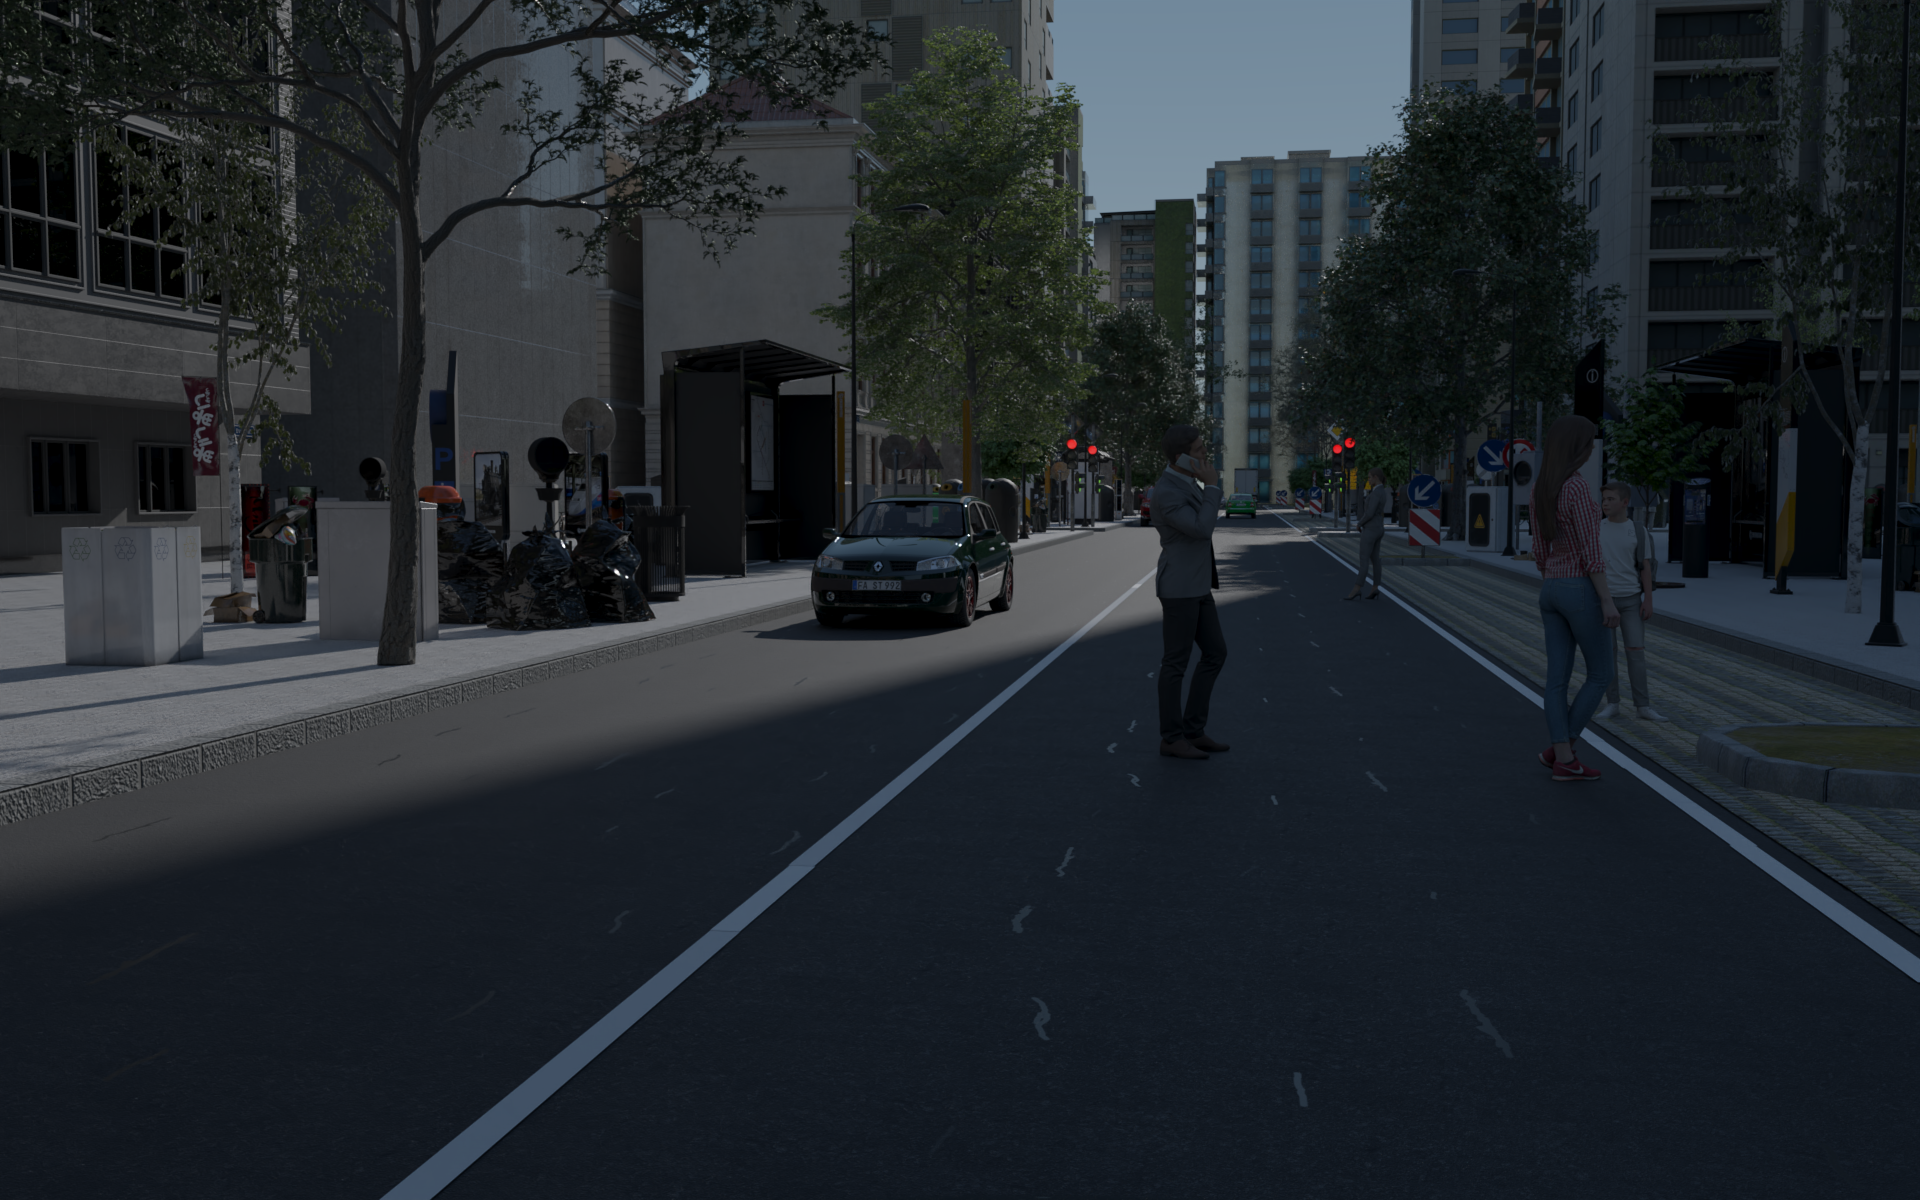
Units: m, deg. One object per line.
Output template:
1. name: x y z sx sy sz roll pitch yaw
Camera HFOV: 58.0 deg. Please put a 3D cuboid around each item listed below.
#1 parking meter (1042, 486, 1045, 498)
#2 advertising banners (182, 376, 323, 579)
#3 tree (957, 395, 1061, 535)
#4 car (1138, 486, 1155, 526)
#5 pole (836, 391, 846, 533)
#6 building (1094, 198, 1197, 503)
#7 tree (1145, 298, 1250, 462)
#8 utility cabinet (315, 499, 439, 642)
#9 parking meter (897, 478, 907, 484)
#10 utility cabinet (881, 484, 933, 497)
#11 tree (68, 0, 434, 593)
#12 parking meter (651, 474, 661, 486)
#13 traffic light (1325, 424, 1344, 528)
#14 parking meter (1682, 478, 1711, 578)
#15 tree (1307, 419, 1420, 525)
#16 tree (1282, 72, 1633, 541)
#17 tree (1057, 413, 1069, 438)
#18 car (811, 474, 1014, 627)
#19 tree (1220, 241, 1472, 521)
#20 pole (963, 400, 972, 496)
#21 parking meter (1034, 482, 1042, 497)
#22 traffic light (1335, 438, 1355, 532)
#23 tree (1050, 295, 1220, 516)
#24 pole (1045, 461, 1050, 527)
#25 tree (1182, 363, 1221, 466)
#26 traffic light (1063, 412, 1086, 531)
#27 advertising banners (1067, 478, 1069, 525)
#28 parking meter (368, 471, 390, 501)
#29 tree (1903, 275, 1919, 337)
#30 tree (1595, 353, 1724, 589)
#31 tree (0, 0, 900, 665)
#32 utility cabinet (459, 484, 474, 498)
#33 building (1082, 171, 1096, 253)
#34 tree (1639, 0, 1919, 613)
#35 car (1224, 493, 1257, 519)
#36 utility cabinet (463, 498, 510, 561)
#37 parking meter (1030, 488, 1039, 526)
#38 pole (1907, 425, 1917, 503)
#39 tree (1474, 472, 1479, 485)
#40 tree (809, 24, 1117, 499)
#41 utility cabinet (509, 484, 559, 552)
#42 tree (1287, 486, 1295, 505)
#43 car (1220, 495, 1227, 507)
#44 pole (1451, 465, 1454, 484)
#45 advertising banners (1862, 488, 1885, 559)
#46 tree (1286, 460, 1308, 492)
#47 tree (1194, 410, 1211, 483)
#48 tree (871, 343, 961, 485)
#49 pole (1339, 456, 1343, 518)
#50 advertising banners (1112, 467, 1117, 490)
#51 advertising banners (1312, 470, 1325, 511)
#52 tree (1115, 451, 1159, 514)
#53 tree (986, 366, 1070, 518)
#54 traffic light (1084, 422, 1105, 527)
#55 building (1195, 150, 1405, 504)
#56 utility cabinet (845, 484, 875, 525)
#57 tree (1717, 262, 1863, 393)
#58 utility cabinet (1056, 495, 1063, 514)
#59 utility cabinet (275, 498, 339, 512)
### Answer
1. parking meter: 6.073 -7.443 127.396 0.255 1.863 0.399 1 4 15
2. advertising banners: -10.730 -1.845 26.355 2.074 3.025 0.090 -3 5 -42
3. tree: 1.517 -4.337 54.626 4.285 4.588 4.351 0 3 0
4. car: 9.225 -4.260 78.316 2.281 1.827 5.304 0 4 8
5. pole: -2.367 -2.481 34.407 0.158 3.312 0.155 0 3 0
6. building: 25.883 -34.191 242.610 14.086 41.232 14.154 1 4 9
7. tree: 21.501 -19.018 166.836 12.611 20.169 13.585 0 3 0
8. utility cabinet: -5.128 -0.251 15.269 1.020 1.237 0.306 1 4 13
9. parking meter: -2.111 -3.400 61.305 0.399 1.863 0.255 -2 4 -33
10. utility cabinet: -1.174 -1.824 38.501 1.173 1.500 0.318 2 4 31
11. tree: -8.930 -4.366 21.754 4.360 8.622 3.978 0 3 0
12. parking meter: -8.990 -2.801 51.514 0.399 1.863 0.255 2 4 26
13. traffic light: 14.271 -4.696 65.700 0.839 4.253 0.868 1 4 9
14. parking meter: 11.286 -1.109 26.541 0.372 1.533 0.369 0 3 0
15. tree: 17.523 -5.374 71.587 4.285 4.588 4.351 0 3 0
16. tree: 13.703 -7.982 47.507 9.611 12.733 9.660 0 3 0
17. tree: 9.480 -11.080 131.514 4.360 8.622 3.978 0 3 0
18. car: -0.475 -0.629 20.072 2.009 1.686 4.222 1 4 11
19. tree: 19.301 -10.529 82.513 12.009 13.543 11.850 0 3 0
20. pole: 0.156 -2.680 37.657 0.158 3.312 0.155 0 3 0
21. parking meter: 3.791 -4.939 86.463 0.255 1.863 0.399 -1 4 -14
22. traffic light: 12.966 -4.214 57.822 0.839 4.253 0.868 1 4 9
23. tree: 9.657 -11.207 100.244 9.611 12.733 9.660 0 3 0
24. pole: 3.400 -4.488 67.214 0.158 3.312 0.155 0 3 0
25. tree: 15.872 -13.978 138.908 12.009 13.543 11.850 0 3 0
26. traffic light: 3.875 -4.305 59.306 0.839 4.253 0.868 1 4 9
27. advertising banners: 4.445 -4.596 71.338 0.090 3.025 2.074 0 4 5
28. parking meter: -12.333 -1.900 36.782 0.399 1.863 0.255 1 4 13
29. tree: 19.232 -4.913 30.689 4.737 8.622 4.395 0 3 0
30. tree: 9.634 -1.791 23.890 1.663 3.219 1.824 0 3 0
31. tree: -3.910 -4.795 12.810 7.601 10.594 8.767 -1 4 -17
32. utility cabinet: -10.496 -1.734 37.037 1.173 1.500 0.318 2 4 29
33. building: 4.406 -38.592 250.589 30.456 49.044 23.786 1 4 9
34. tree: 9.659 -4.177 18.654 4.360 8.622 3.978 0 3 0
35. car: 16.687 -5.757 102.926 1.959 1.807 4.718 1 4 9
36. utility cabinet: -7.971 -1.065 28.567 1.020 1.237 0.306 0 3 0
37. parking meter: 3.003 -3.748 69.684 0.372 1.533 0.369 0 3 0
38. pole: 27.992 -3.494 50.967 0.158 3.312 0.155 0 3 0
39. tree: 35.313 -7.505 117.311 1.663 3.219 1.824 0 3 0
40. tree: 0.102 -7.638 43.012 7.486 12.596 7.792 0 3 0
41. utility cabinet: -9.305 -1.762 37.481 1.173 1.500 0.318 0 4 2
42. tree: 41.144 -13.345 212.785 1.663 3.219 1.824 0 3 0
43. car: 29.224 -11.247 196.250 2.083 1.381 4.827 0 4 8
44. pole: 34.563 -7.813 121.591 0.158 3.312 0.155 0 3 0
45. advertising banners: 17.588 -2.360 34.774 0.090 3.025 2.074 -2 4 -34
46. tree: 27.453 -9.055 131.770 4.285 4.588 4.351 0 3 0
47. tree: 23.438 -16.367 185.728 7.486 12.596 7.792 0 3 0
48. tree: -1.953 -7.726 76.684 4.737 8.622 4.395 0 3 0
49. pole: 20.508 -6.078 93.216 0.158 3.312 0.155 0 3 0
50. advertising banners: 8.918 -6.919 109.314 2.074 3.025 0.090 1 4 16
51. advertising banners: 26.186 -7.925 125.768 0.090 3.025 2.074 -2 4 -25
52. tree: 11.669 -7.871 112.412 4.285 4.588 4.351 0 3 0
53. tree: 3.514 -8.687 92.389 4.737 8.622 4.395 0 3 0
54. traffic light: 5.181 -4.787 67.184 0.839 4.253 0.868 1 4 9
55. building: 48.704 -38.181 243.869 30.456 49.044 23.786 1 4 9
56. utility cabinet: -2.229 -1.766 37.555 0.318 1.500 1.173 -2 4 -31
57. tree: 25.542 -6.286 53.142 4.737 8.622 4.395 0 3 0
58. utility cabinet: 4.794 -4.358 82.412 0.306 1.237 1.020 1 4 13
59. utility cabinet: -11.088 -1.119 29.453 0.306 1.237 1.020 3 5 40
